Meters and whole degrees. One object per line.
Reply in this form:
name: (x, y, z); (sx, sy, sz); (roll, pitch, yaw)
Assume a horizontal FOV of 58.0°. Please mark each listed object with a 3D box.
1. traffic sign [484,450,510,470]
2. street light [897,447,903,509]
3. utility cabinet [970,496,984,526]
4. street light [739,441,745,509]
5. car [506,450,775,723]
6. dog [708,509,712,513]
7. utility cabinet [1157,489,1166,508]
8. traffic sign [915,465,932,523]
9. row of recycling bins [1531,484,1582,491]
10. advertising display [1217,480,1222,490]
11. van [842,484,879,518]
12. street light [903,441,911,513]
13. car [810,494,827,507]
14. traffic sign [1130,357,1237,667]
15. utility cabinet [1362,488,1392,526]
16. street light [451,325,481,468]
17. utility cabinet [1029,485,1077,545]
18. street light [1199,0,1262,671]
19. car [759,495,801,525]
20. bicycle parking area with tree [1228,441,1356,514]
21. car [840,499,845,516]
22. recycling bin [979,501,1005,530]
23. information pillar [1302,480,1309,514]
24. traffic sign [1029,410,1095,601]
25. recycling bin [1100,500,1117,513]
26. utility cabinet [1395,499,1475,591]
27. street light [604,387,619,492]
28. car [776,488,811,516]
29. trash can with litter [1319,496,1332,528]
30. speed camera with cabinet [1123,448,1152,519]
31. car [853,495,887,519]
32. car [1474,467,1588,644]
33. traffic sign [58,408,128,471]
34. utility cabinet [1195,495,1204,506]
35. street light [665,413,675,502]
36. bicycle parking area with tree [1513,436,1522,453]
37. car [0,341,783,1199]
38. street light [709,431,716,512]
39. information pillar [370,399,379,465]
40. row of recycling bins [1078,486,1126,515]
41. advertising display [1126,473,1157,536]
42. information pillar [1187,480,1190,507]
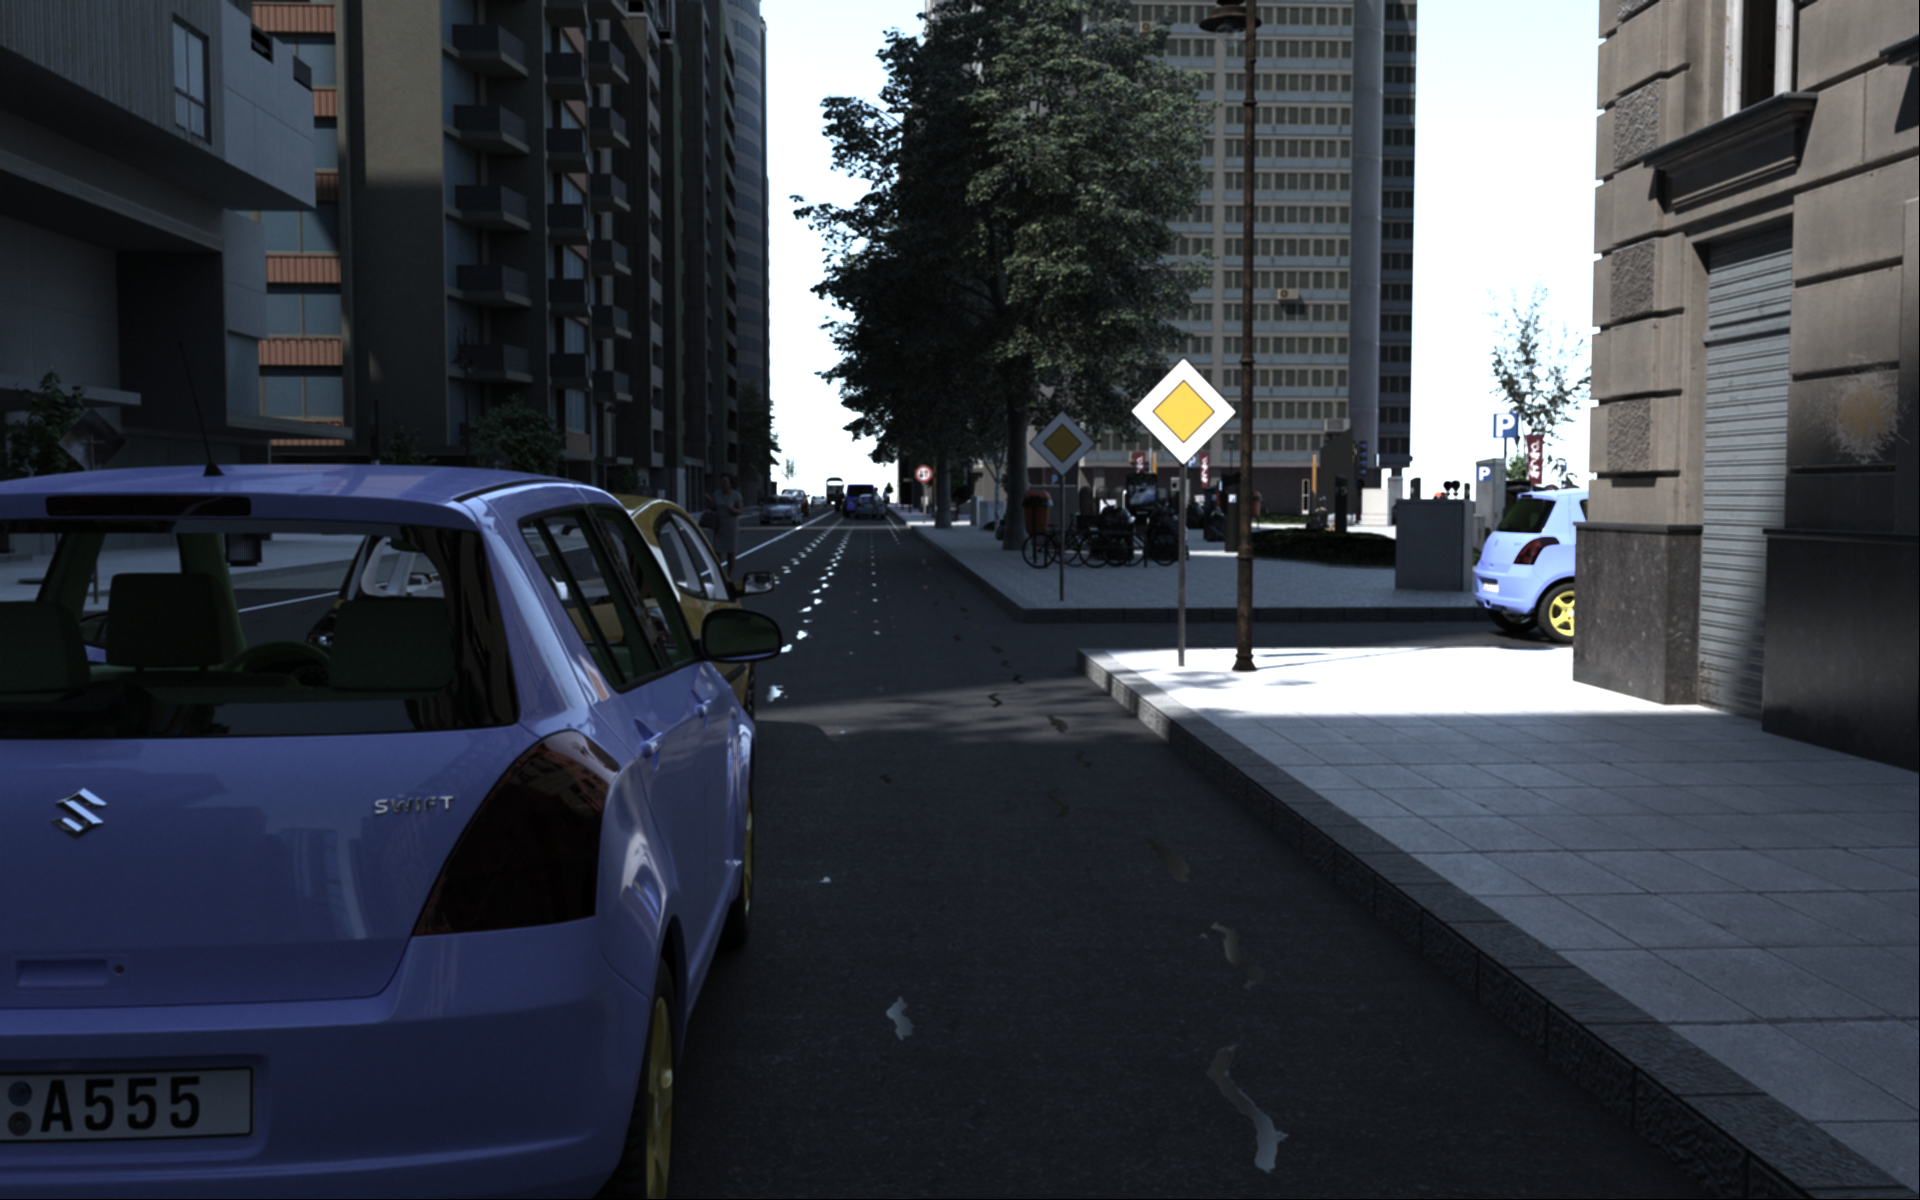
traffic sign: (-13.396, -3.060, 50.139); (0.768, 2.556, 0.104); (0, 4, -1)
street light: (-4.791, -10.469, 143.952); (0.468, 5.910, 1.993); (0, 4, -3)
utility cabinet: (0.706, -3.657, 70.953); (0.306, 1.237, 1.020); (1, 4, 17)
street light: (-18.994, -10.933, 151.543); (0.468, 5.910, 1.993); (0, 4, -3)
car: (-1.976, 0.091, 8.731); (2.015, 1.641, 3.980); (0, 4, -3)
dog: (-13.251, -4.548, 91.195); (0.513, 0.831, 0.800); (-1, 4, -21)
utility cabinet: (8.033, -3.744, 69.888); (0.318, 1.500, 1.173); (0, 4, -6)
traffic sign: (-1.589, -4.651, 76.147); (0.768, 2.556, 0.104); (0, 4, 5)
row of recycling bins: (24.036, -3.953, 71.738); (3.534, 1.692, 1.069); (-1, 4, -9)
advertising display: (12.407, -4.654, 81.302); (0.974, 1.923, 0.123); (-3, 5, -43)
van: (-6.039, -6.174, 105.324); (2.240, 2.365, 5.245); (0, 4, -3)
street light: (-3.372, -8.775, 116.253); (0.468, 5.910, 1.993); (0, 4, -3)
car: (-15.785, -11.071, 193.015); (2.014, 1.417, 4.499); (0, 4, -5)
traffic sign: (1.643, -0.561, 12.811); (0.795, 2.450, 0.064); (0, 4, -3)
utility cabinet: (16.616, -3.691, 69.026); (1.173, 1.500, 0.318); (3, 5, 43)
street light: (-13.486, -4.563, 47.397); (0.468, 5.910, 1.993); (0, 4, -3)
utility cabinet: (2.297, -2.101, 43.034); (1.173, 1.500, 0.318); (0, 3, 0)
street light: (2.070, -2.425, 12.433); (0.468, 5.910, 1.993); (0, 4, -3)
car: (-8.530, -4.313, 82.518); (2.014, 1.417, 4.499); (0, 4, -2)
bicycle parking area with tree: (17.210, -6.511, 93.451); (8.231, 4.147, 9.016); (1, 4, 11)
car: (-7.036, -6.509, 116.211); (2.009, 1.686, 4.222); (0, 4, -3)
recycling bin: (1.146, -3.003, 61.648); (0.722, 1.027, 0.722); (-2, 4, -24)
information pillar: (17.637, -5.134, 88.425); (0.304, 2.012, 0.304); (0, 4, 4)
traffic sign: (1.222, -1.049, 20.786); (0.795, 2.450, 0.064); (0, 4, -3)
recycling bin: (6.740, -4.042, 78.643); (0.722, 1.027, 0.722); (1, 4, 8)
utility cabinet: (6.377, -0.741, 23.284); (0.306, 1.237, 1.020); (-3, 5, -44)
street light: (-15.021, -6.250, 74.969); (0.468, 5.910, 1.993); (0, 4, -3)
car: (-11.017, -6.471, 114.473); (2.281, 1.827, 5.304); (0, 4, -5)
trash can with litter: (13.767, -3.328, 65.476); (1.678, 1.210, 2.233); (0, 4, 7)
speed camera with cabinet: (7.799, -4.956, 75.366); (0.660, 3.252, 2.038); (-1, 4, -22)
car: (-5.175, -5.353, 99.521); (2.014, 1.417, 4.499); (0, 4, -3)
car: (7.102, -0.473, 17.330); (3.694, 1.707, 1.945); (0, 4, -1)
traffic sign: (-10.107, -1.013, 20.211); (0.795, 2.450, 0.064); (0, 4, -3)
utility cabinet: (12.656, -4.916, 91.532); (0.306, 1.237, 1.020); (-1, 4, -8)
street light: (-16.201, -7.594, 96.953); (0.468, 5.910, 1.993); (0, 4, -3)
bicycle parking area with tree: (29.876, -6.014, 85.328); (8.231, 4.147, 9.016); (0, 4, 8)
car: (-1.439, 0.319, 4.377); (1.945, 1.707, 3.694); (0, 4, -3)
street light: (-17.692, -9.267, 124.310); (0.468, 5.910, 1.993); (0, 4, -3)
information pillar: (-14.417, -3.141, 42.713); (0.183, 3.616, 0.504); (-2, 4, -33)
row of recycling bins: (7.095, -5.134, 91.052); (3.534, 1.692, 1.069); (0, 4, 7)
advertising display: (5.567, -2.930, 53.118); (0.974, 1.923, 0.123); (-1, 4, -18)
information pillar: (11.387, -5.070, 87.389); (0.304, 2.012, 0.304); (2, 4, 31)
